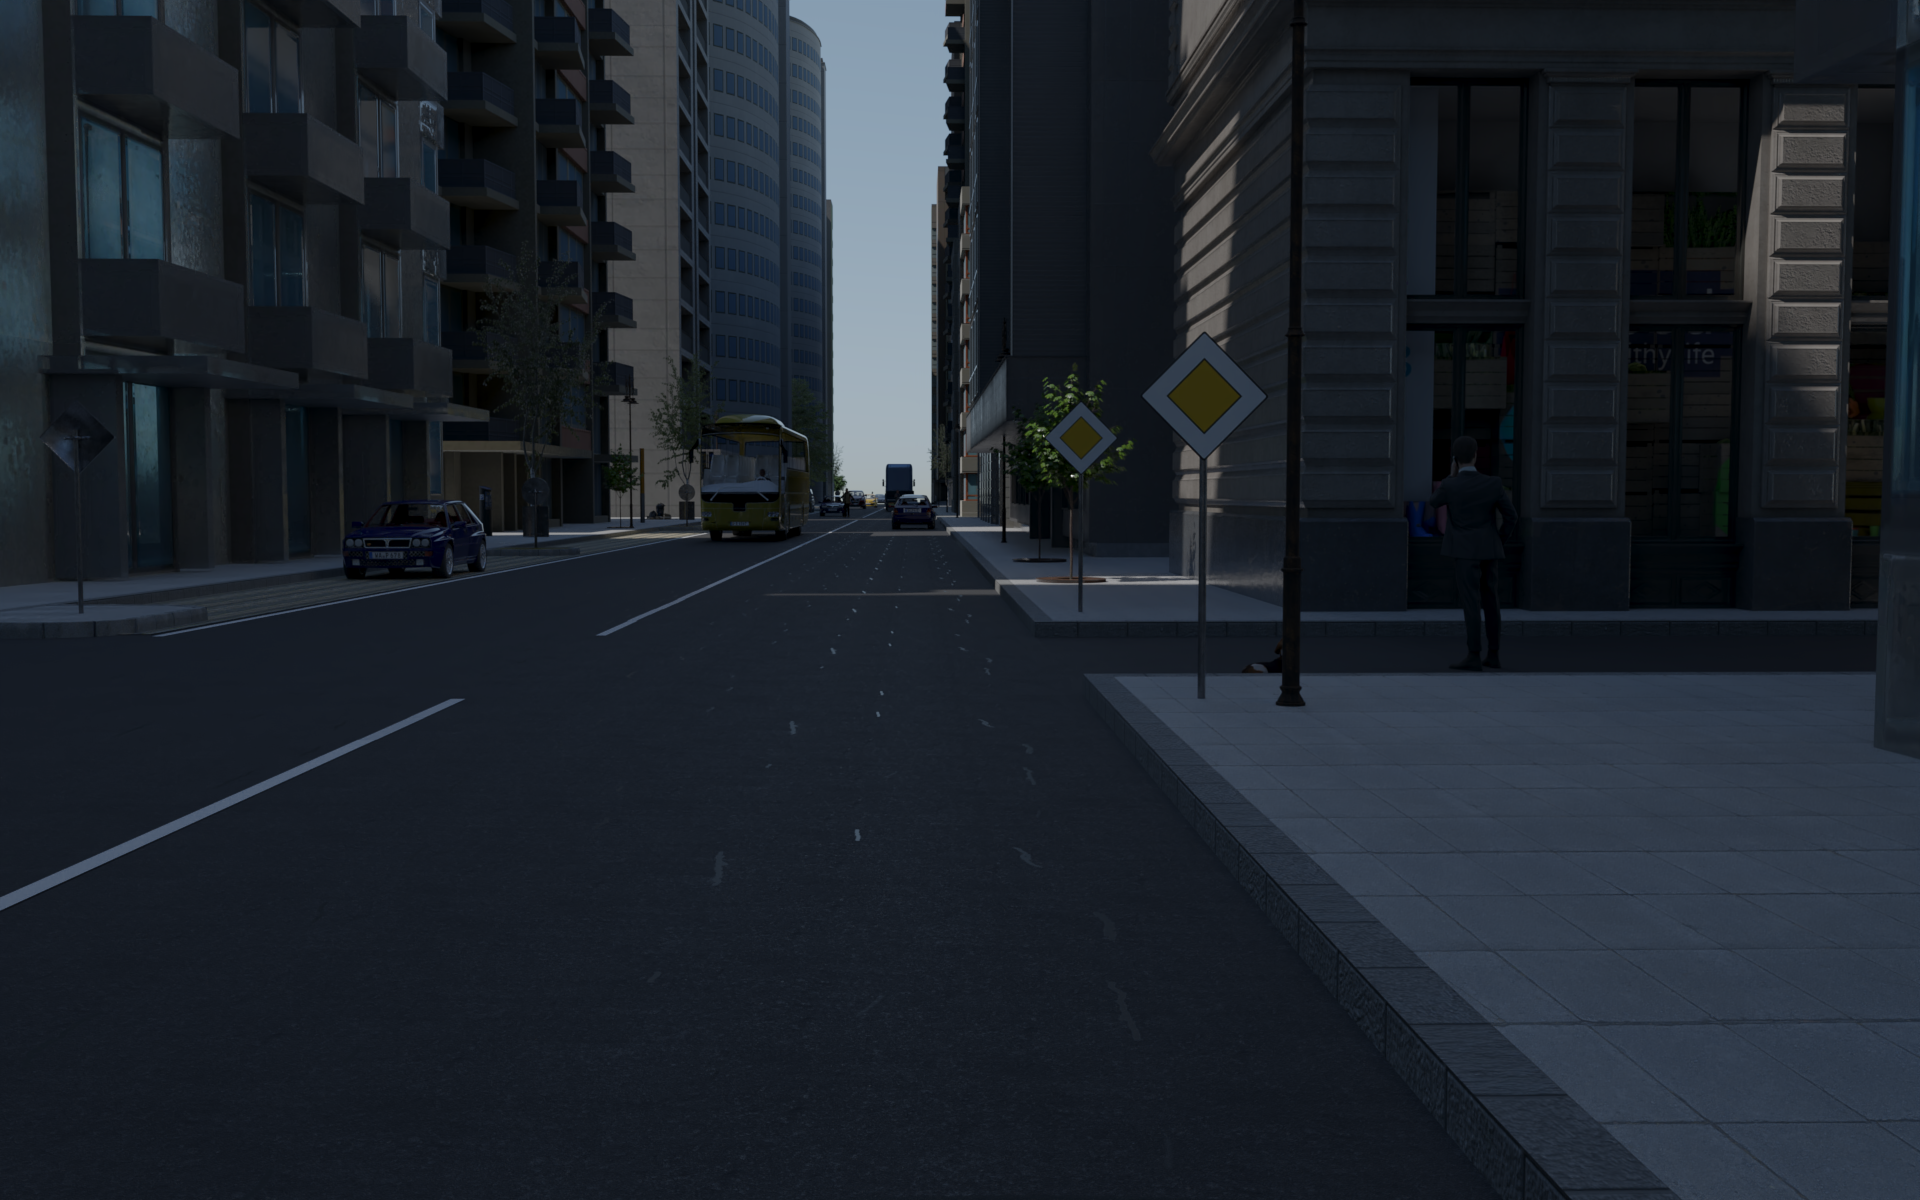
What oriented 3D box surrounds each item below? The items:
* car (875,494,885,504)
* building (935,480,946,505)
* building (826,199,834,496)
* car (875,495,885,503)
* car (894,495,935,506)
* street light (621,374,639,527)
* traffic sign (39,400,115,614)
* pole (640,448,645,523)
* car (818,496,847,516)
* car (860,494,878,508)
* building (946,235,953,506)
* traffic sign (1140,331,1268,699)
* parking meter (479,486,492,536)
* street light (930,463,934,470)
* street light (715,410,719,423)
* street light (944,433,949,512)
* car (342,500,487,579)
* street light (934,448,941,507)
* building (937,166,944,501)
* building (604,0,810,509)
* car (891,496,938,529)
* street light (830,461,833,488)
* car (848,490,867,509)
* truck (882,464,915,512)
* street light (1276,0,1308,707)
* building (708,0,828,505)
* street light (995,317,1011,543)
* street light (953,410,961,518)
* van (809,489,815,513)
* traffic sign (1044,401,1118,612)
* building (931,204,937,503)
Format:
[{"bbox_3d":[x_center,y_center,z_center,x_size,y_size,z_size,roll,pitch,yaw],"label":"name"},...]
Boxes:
[{"bbox_3d":[-11.486,-14.428,247.689,2.131,1.459,4.920,0,4,-2],"label":"car"},{"bbox_3d":[12.930,-31.801,211.819,32.217,40.220,23.993,0,4,-1],"label":"building"},{"bbox_3d":[-24.396,-33.627,233.399,14.154,41.232,14.086,0,4,-1],"label":"building"},{"bbox_3d":[-10.843,-13.703,236.407,2.083,1.381,4.827,0,4,-3],"label":"car"},{"bbox_3d":[-2.181,-4.363,83.331,2.014,1.417,4.499,0,4,-1],"label":"car"},{"bbox_3d":[-12.746,-5.763,67.006,0.468,5.910,1.993,0,4,-1],"label":"street light"},{"bbox_3d":[-9.434,-0.911,18.534,0.795,2.450,0.064,0,4,-1],"label":"traffic sign"},{"bbox_3d":[-14.143,-5.091,77.088,0.158,3.312,0.155,0,3,0],"label":"pole"},{"bbox_3d":[-8.229,-6.125,112.728,1.945,1.354,3.894,0,4,-2],"label":"car"},{"bbox_3d":[-9.492,-10.395,180.184,2.015,1.641,3.980,0,3,0],"label":"car"},{"bbox_3d":[5.474,-25.736,192.488,14.160,30.474,14.107,0,4,-1],"label":"building"},{"bbox_3d":[1.512,-0.438,10.805,0.795,2.450,0.064,0,4,-1],"label":"traffic sign"},{"bbox_3d":[-14.450,-2.713,52.773,0.372,1.533,0.369,0,3,0],"label":"parking meter"},{"bbox_3d":[-2.990,-14.120,203.647,0.468,5.910,1.993,0,4,-1],"label":"street light"},{"bbox_3d":[-13.395,-7.507,95.529,0.468,5.910,1.993,0,4,-1],"label":"street light"},{"bbox_3d":[-0.907,-9.095,121.487,0.468,5.910,1.993,0,4,-1],"label":"street light"},{"bbox_3d":[-9.517,-1.088,30.370,1.945,1.354,3.894,0,4,-3],"label":"car"},{"bbox_3d":[-2.080,-12.060,169.967,0.468,5.910,1.993,0,4,-1],"label":"street light"},{"bbox_3d":[3.879,-35.513,230.749,14.600,45.320,14.200,0,4,-1],"label":"building"},{"bbox_3d":[-26.865,-45.755,186.342,20.563,71.187,20.611,0,4,-1],"label":"building"},{"bbox_3d":[-1.911,-3.620,71.775,1.945,1.354,3.894,0,4,0],"label":"car"},{"bbox_3d":[-16.834,-15.572,227.387,0.468,5.910,1.993,0,4,-1],"label":"street light"},{"bbox_3d":[-10.069,-9.678,166.912,2.281,1.827,5.304,0,4,-2],"label":"car"},{"bbox_3d":[-5.076,-9.652,147.562,2.967,4.110,18.799,0,4,-3],"label":"truck"},{"bbox_3d":[2.010,-2.297,10.350,0.468,5.910,1.993,0,4,-1],"label":"street light"},{"bbox_3d":[-27.509,-40.958,211.660,21.231,58.520,28.212,0,4,-1],"label":"building"},{"bbox_3d":[1.160,-4.443,45.436,0.468,5.910,1.993,0,4,-1],"label":"street light"},{"bbox_3d":[-0.149,-7.385,93.534,0.468,5.910,1.993,0,4,-1],"label":"street light"},{"bbox_3d":[-12.173,-7.761,133.898,2.013,2.044,4.112,0,4,-2],"label":"van"},{"bbox_3d":[1.308,-0.926,18.788,0.795,2.450,0.064,0,4,-1],"label":"traffic sign"},{"bbox_3d":[2.916,-34.400,246.028,14.154,41.232,14.086,0,4,-1],"label":"building"}]
